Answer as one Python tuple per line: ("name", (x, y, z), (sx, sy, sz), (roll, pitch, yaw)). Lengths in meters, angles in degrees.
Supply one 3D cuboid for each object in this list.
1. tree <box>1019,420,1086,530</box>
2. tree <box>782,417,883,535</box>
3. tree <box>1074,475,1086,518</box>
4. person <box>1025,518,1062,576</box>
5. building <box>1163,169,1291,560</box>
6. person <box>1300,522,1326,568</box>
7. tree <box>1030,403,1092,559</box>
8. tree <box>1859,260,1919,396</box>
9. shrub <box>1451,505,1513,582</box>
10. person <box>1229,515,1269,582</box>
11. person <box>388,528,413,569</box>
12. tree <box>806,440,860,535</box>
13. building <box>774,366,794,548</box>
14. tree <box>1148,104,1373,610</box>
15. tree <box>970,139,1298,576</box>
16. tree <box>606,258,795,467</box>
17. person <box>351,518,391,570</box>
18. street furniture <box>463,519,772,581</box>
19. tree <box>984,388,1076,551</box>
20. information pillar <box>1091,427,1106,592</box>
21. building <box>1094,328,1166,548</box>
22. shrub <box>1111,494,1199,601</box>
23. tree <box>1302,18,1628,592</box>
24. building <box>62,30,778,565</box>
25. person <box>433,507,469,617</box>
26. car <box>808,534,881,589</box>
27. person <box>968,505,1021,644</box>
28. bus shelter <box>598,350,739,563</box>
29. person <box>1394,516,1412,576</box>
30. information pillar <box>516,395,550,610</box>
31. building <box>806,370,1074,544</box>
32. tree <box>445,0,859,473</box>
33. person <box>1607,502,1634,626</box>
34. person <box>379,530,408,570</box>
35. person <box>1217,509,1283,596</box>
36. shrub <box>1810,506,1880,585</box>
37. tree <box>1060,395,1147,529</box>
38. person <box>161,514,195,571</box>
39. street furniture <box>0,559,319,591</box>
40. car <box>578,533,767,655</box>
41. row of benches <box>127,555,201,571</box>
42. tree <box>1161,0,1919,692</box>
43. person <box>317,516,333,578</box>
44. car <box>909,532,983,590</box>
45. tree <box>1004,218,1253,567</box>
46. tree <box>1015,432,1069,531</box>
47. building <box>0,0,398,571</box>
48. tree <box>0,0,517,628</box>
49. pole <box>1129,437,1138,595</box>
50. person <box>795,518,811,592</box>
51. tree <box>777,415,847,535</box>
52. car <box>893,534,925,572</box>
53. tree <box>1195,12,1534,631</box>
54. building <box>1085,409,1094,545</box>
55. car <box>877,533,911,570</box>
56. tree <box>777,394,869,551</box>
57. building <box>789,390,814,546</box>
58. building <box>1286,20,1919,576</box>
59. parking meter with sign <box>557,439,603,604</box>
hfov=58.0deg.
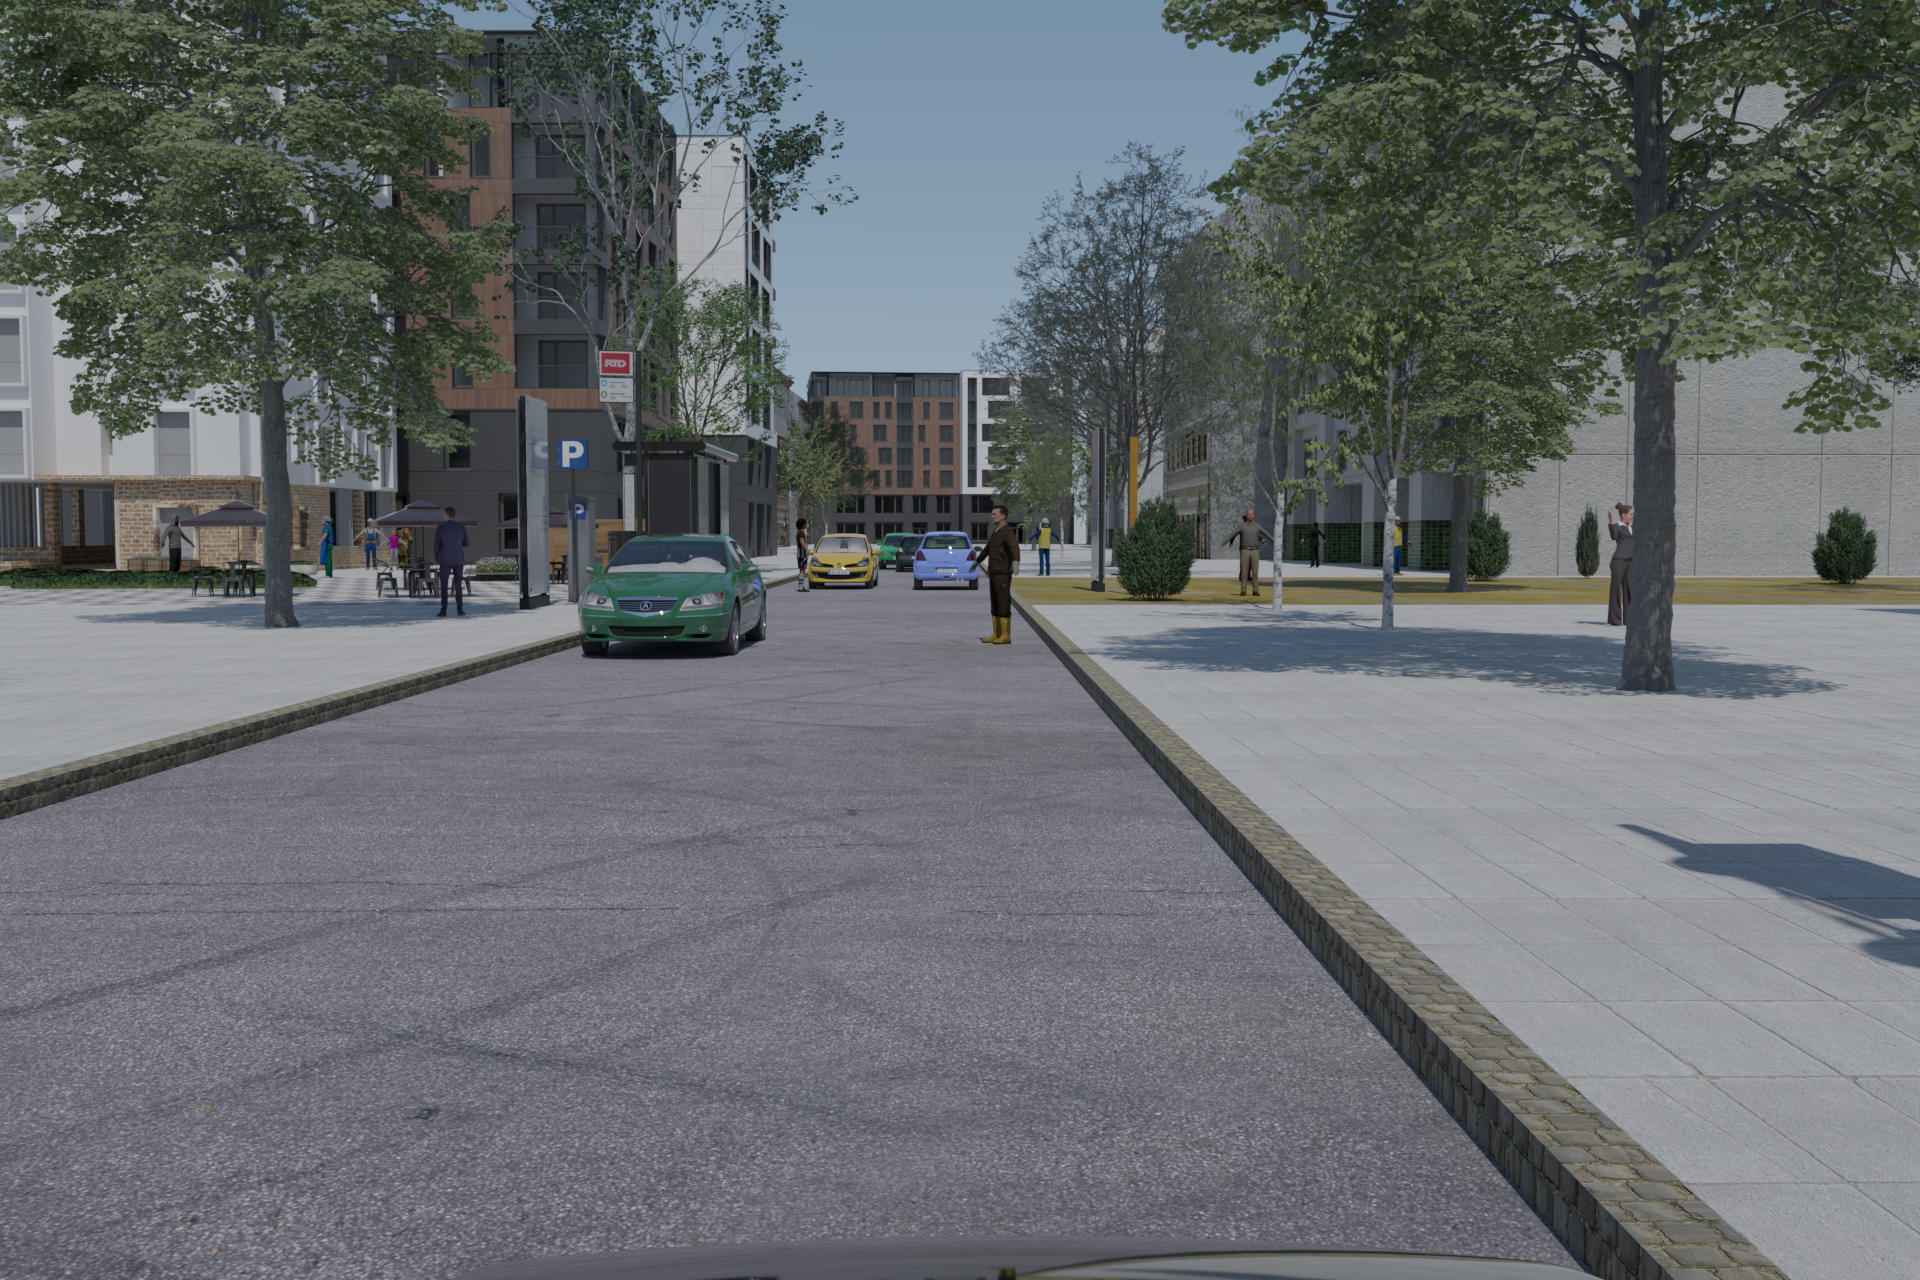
("tree", (5.257, -9.697, 108.911), (4.360, 8.622, 3.978), (0, 3, 0))
("tree", (-10.281, -12.403, 137.200), (8.767, 10.594, 7.601), (-1, 4, -10))
("tree", (17.915, -17.774, 225.023), (7.601, 10.594, 8.767), (0, 4, 5))
("person", (2.553, -2.838, 52.860), (1.216, 1.772, 0.721), (-1, 4, -20))
("building", (21.568, -16.131, 94.675), (19.493, 23.208, 18.063), (0, 4, 0))
("person", (13.456, -3.621, 65.926), (1.216, 1.740, 0.721), (-2, 4, -29))
("tree", (5.128, -8.430, 88.192), (4.360, 8.622, 3.978), (0, 3, 0))
("tree", (22.276, -6.172, 35.327), (7.601, 10.594, 8.767), (-1, 4, -10))
("shrub", (14.118, -2.620, 46.874), (1.661, 2.075, 1.752), (0, 3, 0))
("person", (7.761, -2.503, 46.866), (0.705, 1.837, 1.347), (-3, 5, -40))
("person", (-20.663, -3.570, 64.139), (1.354, 1.858, 0.705), (2, 4, 34))
("tree", (-10.192, -10.936, 129.163), (4.360, 8.622, 3.978), (0, 3, 0))
("building", (-26.304, -20.344, 163.554), (19.493, 23.208, 18.063), (0, 4, 1))
("tree", (5.388, -4.801, 28.851), (4.360, 8.622, 3.978), (0, 3, 0))
("tree", (5.377, -8.741, 53.285), (12.009, 13.543, 11.850), (0, 3, 0))
("tree", (-9.933, -8.587, 66.160), (9.928, 11.665, 9.643), (0, 3, 0))
("person", (-21.114, -3.438, 62.072), (1.347, 1.847, 0.705), (-1, 4, -18))
("street furniture", (-11.670, -2.742, 51.688), (11.010, 1.723, 9.812), (-1, 4, -15))
("tree", (5.337, -12.953, 129.912), (7.486, 12.596, 7.792), (0, 3, 0))
("information pillar", (3.112, -2.913, 38.947), (0.184, 3.620, 1.656), (0, 4, -1))
("building", (21.776, -17.784, 157.231), (16.747, 18.905, 31.486), (0, 4, 0))
("shrub", (3.746, -1.786, 33.245), (1.661, 2.075, 1.752), (0, 3, 0))
("tree", (11.173, -7.352, 38.336), (7.486, 12.596, 7.792), (0, 3, 0))
("building", (-25.018, -14.863, 86.986), (27.936, 21.610, 32.646), (0, 4, 1))
("person", (-7.951, -1.231, 27.084), (0.541, 1.710, 0.530), (-1, 4, -20))
("car", (-3.102, -2.210, 46.358), (2.015, 1.641, 3.980), (0, 4, 0))
("person", (0.498, -0.858, 22.621), (0.704, 1.812, 1.346), (-2, 4, -25))
("bus shelter", (-6.808, -3.848, 40.554), (2.179, 5.291, 8.768), (0, 4, 0))
("person", (13.494, -2.905, 53.459), (1.349, 1.833, 0.705), (-3, 5, -44))
("information pillar", (-7.412, -2.373, 30.106), (0.184, 3.620, 1.656), (0, 4, -1))
("building", (-3.470, -23.335, 227.965), (32.646, 21.610, 27.936), (0, 4, -7))
("tree", (-9.526, -12.076, 53.332), (12.611, 20.169, 13.585), (0, 3, 0))
("person", (9.227, -1.053, 24.066), (0.445, 1.727, 0.742), (2, 4, 30))
("person", (-19.994, -3.174, 61.156), (0.991, 1.433, 0.599), (-1, 4, -10))
("person", (6.017, -1.814, 35.930), (1.348, 1.796, 0.705), (0, 4, 6))
("shrub", (22.581, -2.434, 44.216), (1.690, 2.028, 1.600), (0, 3, 0))
("tree", (6.211, -7.735, 76.825), (4.737, 8.622, 4.395), (0, 3, 0))
("person", (-20.661, -2.417, 45.645), (0.705, 1.813, 1.348), (1, 4, 11))
("street furniture", (-20.300, -1.558, 41.097), (10.072, 0.657, 5.734), (0, 4, -7))
("car", (-3.544, -0.621, 21.950), (2.131, 1.459, 4.920), (0, 4, 0))
("row of benches", (-23.176, -2.132, 50.315), (1.422, 0.672, 4.104), (-3, 5, -45))
("tree", (5.575, -5.886, 14.361), (7.486, 12.596, 7.792), (0, 3, 0))
("person", (-18.520, -2.721, 50.617), (0.704, 1.817, 1.347), (0, 4, -8))
("car", (-0.368, -2.200, 45.562), (1.945, 1.707, 3.694), (0, 4, -1))
("tree", (6.153, -9.571, 66.853), (12.009, 13.543, 11.850), (0, 3, 0))
("tree", (5.531, -10.325, 119.173), (4.737, 8.622, 4.395), (0, 3, 0))
("building", (-27.152, -12.162, 55.267), (16.016, 20.090, 11.380), (0, 4, -1))
("tree", (-9.737, -6.434, 23.326), (7.486, 12.596, 7.792), (0, 3, 0))
("pole", (3.657, -2.612, 36.546), (0.158, 3.312, 0.155), (0, 3, 0))
("person", (-3.873, -2.093, 42.820), (0.704, 1.843, 1.345), (-1, 4, -11))
("tree", (-9.282, -9.551, 106.516), (4.737, 8.622, 4.395), (0, 3, 0))
("car", (-1.578, -3.462, 66.390), (2.009, 1.686, 4.222), (0, 4, -1))
("tree", (5.584, -4.446, 23.049), (4.737, 8.622, 4.395), (0, 3, 0))
("building", (24.818, -22.757, 203.009), (19.493, 23.208, 18.063), (0, 4, 0))
("car", (-2.421, -3.813, 71.139), (1.959, 1.807, 4.718), (0, 4, -1))
("tree", (-9.796, -11.099, 115.874), (8.767, 10.594, 7.601), (1, 4, 12))
("building", (-27.301, -22.656, 201.361), (19.493, 23.208, 18.063), (0, 4, 0))
("building", (24.415, -12.352, 68.413), (16.747, 18.905, 31.486), (0, 4, 0))
("parking meter with sign", (-7.127, -2.231, 32.734), (0.543, 3.016, 1.738), (0, 4, -1))
